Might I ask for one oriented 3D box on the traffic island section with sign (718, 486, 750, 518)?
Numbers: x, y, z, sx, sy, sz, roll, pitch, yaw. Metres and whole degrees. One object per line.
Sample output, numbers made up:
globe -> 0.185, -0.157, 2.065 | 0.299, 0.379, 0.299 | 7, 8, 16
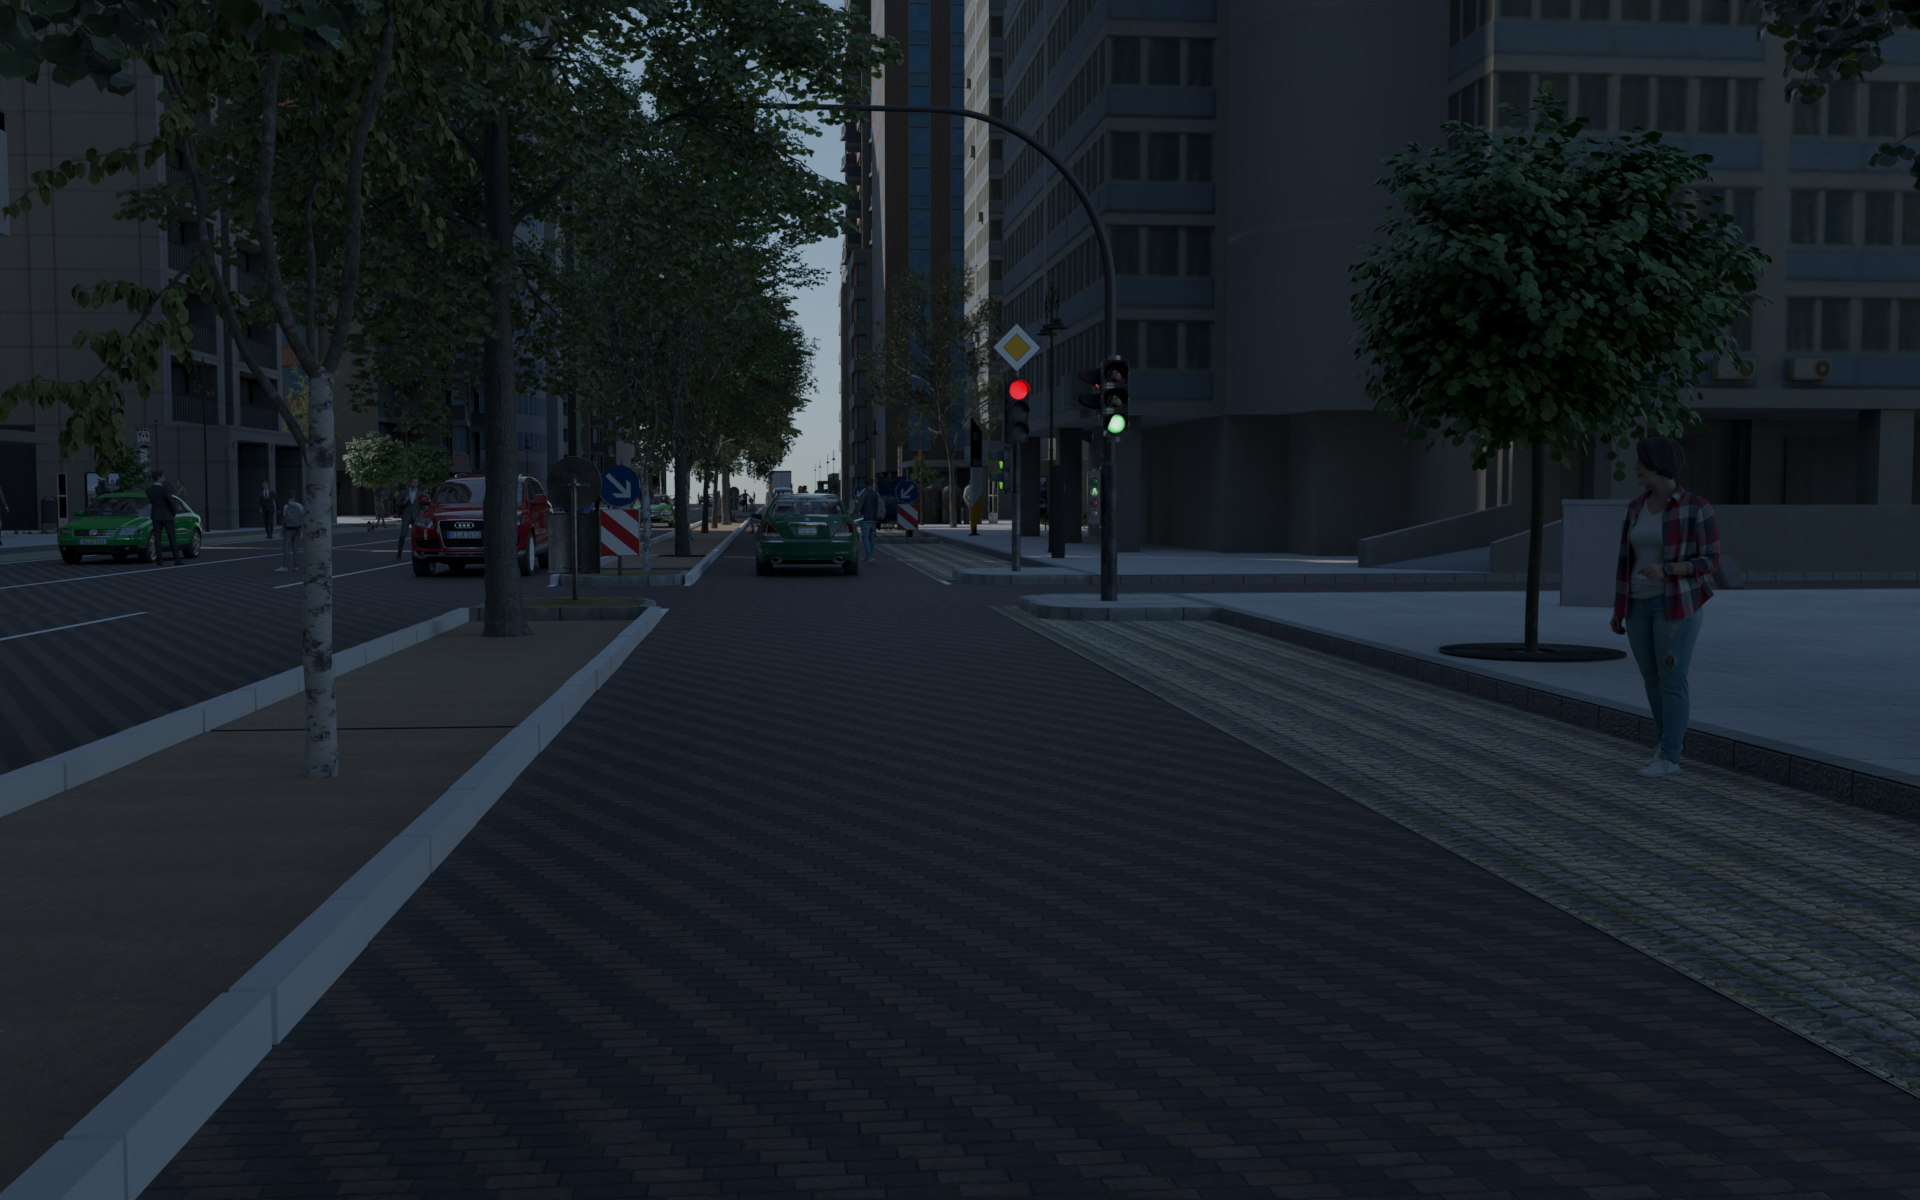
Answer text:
traffic island section with sign -> -13.394, -5.770, 102.481 | 2.006, 1.907, 1.989 | 0, 4, -6

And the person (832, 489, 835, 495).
person -> -12.998, -10.357, 175.913 | 0.750, 1.759, 0.617 | 0, 4, 8

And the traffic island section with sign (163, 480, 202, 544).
traffic island section with sign -> -22.441, -2.438, 48.488 | 1.989, 1.847, 2.006 | 0, 4, -6

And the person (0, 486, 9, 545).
person -> -24.208, -2.288, 43.357 | 0.836, 1.842, 0.656 | 3, 5, 44

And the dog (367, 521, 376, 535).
dog -> -20.519, -2.512, 60.354 | 0.406, 0.507, 0.540 | -3, 5, -39

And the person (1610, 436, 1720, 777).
person -> 3.609, 0.031, 8.832 | 0.643, 1.720, 0.563 | -2, 4, -28

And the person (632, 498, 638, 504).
person -> -18.958, -5.704, 101.622 | 0.638, 1.841, 0.748 | 0, 4, 4

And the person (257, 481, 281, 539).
person -> -22.086, -2.875, 55.278 | 0.659, 1.850, 0.755 | -1, 4, -13

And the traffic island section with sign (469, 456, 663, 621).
traffic island section with sign -> -4.618, -0.750, 20.402 | 2.006, 1.907, 1.989 | 0, 4, -6

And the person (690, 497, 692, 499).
person -> -23.705, -8.576, 149.511 | 1.217, 1.735, 0.721 | -2, 4, -28

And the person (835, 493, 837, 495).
person -> -13.729, -11.327, 191.196 | 0.705, 1.831, 1.348 | 2, 4, 24

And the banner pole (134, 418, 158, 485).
banner pole -> -26.811, -4.115, 57.305 | 0.863, 3.779, 0.401 | -2, 4, -34

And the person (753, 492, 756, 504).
person -> -28.797, -14.230, 241.602 | 0.568, 1.767, 0.683 | -2, 4, -23

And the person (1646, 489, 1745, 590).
person -> 10.395, -0.983, 24.793 | 0.699, 1.804, 1.509 | -2, 4, -32

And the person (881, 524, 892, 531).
person -> -2.890, -3.576, 67.517 | 0.519, 1.759, 0.362 | 3, 4, 36

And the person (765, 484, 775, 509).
person -> -7.884, -3.863, 71.543 | 0.818, 1.842, 0.514 | 0, 4, 5

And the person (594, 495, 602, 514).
person -> -22.327, -5.986, 106.335 | 0.705, 1.831, 1.348 | 1, 4, 21

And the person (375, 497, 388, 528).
person -> -24.130, -3.629, 72.106 | 0.475, 1.303, 0.640 | 1, 4, 21

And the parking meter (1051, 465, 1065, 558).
parking meter -> 1.970, -1.774, 34.708 | 0.255, 1.863, 0.399 | 0, 4, 8

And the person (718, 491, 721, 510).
person -> -21.430, -8.843, 153.746 | 0.551, 1.740, 0.621 | 2, 4, 35

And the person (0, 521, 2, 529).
person -> -19.057, -1.297, 33.979 | 0.475, 1.303, 0.640 | -2, 4, -24

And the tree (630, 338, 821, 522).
tree -> -11.987, -10.350, 88.694 | 9.611, 12.733, 9.660 | 0, 3, 0

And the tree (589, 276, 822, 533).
tree -> -9.238, -7.660, 62.113 | 8.767, 10.594, 7.601 | 0, 4, -6

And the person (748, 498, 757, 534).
person -> -7.550, -3.064, 62.871 | 0.425, 1.301, 0.394 | 2, 4, 25

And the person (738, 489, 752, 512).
person -> -16.980, -7.848, 136.821 | 1.348, 1.823, 0.705 | -1, 4, -22

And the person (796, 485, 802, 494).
person -> -7.160, -4.232, 77.696 | 0.555, 1.821, 0.388 | -1, 4, -21

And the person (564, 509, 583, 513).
person -> -10.618, -2.389, 47.743 | 0.419, 1.800, 0.721 | 3, 5, 43

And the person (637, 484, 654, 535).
person -> -11.035, -3.195, 60.707 | 0.580, 1.828, 0.573 | -2, 4, -25

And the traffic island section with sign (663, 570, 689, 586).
traffic island section with sign -> -5.396, -1.201, 27.768 | 2.006, 1.907, 1.989 | 0, 4, -6

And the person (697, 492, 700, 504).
person -> -38.951, -15.201, 257.950 | 0.530, 1.710, 0.541 | -1, 4, -20

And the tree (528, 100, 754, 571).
tree -> -5.701, -4.798, 31.270 | 4.360, 8.622, 3.978 | 0, 3, 0

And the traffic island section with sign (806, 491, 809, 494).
traffic island section with sign -> -12.865, -8.950, 154.956 | 1.989, 1.847, 2.006 | 0, 4, -6

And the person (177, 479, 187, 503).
person -> -25.059, -3.003, 55.697 | 0.362, 1.759, 0.519 | -2, 4, -34

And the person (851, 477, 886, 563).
person -> -1.901, -1.671, 36.174 | 0.721, 1.781, 0.623 | 3, 5, 40

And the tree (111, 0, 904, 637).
tree -> -4.429, -5.874, 16.631 | 7.486, 12.596, 7.792 | 0, 3, 0

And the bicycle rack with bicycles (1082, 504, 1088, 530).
bicycle rack with bicycles -> 5.525, -2.985, 62.193 | 2.925, 0.926, 2.852 | -3, 5, -41

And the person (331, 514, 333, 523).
person -> -22.872, -3.256, 62.311 | 0.524, 1.755, 0.480 | 1, 4, 15

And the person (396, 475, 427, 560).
person -> -11.791, -1.760, 37.244 | 0.622, 1.834, 0.822 | -3, 4, -36

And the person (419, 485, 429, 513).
person -> -16.269, -2.639, 52.649 | 0.522, 1.701, 0.512 | -2, 4, -29

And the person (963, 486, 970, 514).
person -> 0.430, -3.620, 65.075 | 0.661, 1.843, 0.795 | -1, 4, -23

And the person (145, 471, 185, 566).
person -> -15.991, -1.647, 34.788 | 0.648, 1.900, 0.474 | 0, 4, -2

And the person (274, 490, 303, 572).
person -> -12.407, -1.284, 32.097 | 0.523, 1.515, 0.503 | 0, 4, 4

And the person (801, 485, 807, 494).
person -> -6.742, -4.111, 75.720 | 0.388, 1.821, 0.555 | -3, 5, -44

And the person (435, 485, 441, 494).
person -> -20.505, -3.636, 68.289 | 0.374, 1.781, 0.599 | -2, 4, -34

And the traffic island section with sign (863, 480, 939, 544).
traffic island section with sign -> -1.697, -2.558, 50.444 | 1.989, 1.847, 2.006 | 0, 4, -6

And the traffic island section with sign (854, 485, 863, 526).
traffic island section with sign -> -4.549, -4.197, 77.248 | 1.989, 1.847, 2.006 | 0, 4, -6

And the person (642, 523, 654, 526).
person -> -14.114, -4.263, 78.003 | 0.655, 1.846, 0.447 | -2, 4, -33

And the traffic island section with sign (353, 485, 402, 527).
traffic island section with sign -> -25.348, -4.112, 75.854 | 1.989, 1.847, 2.006 | 0, 4, -6

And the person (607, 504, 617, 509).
person -> -12.174, -3.233, 61.324 | 0.622, 1.834, 0.822 | 0, 4, -8

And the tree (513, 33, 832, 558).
tree -> -6.423, -6.782, 39.103 | 9.928, 11.665, 9.643 | 0, 3, 0

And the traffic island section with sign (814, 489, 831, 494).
traffic island section with sign -> -9.967, -7.292, 127.856 | 1.989, 1.847, 2.006 | 0, 4, -6
